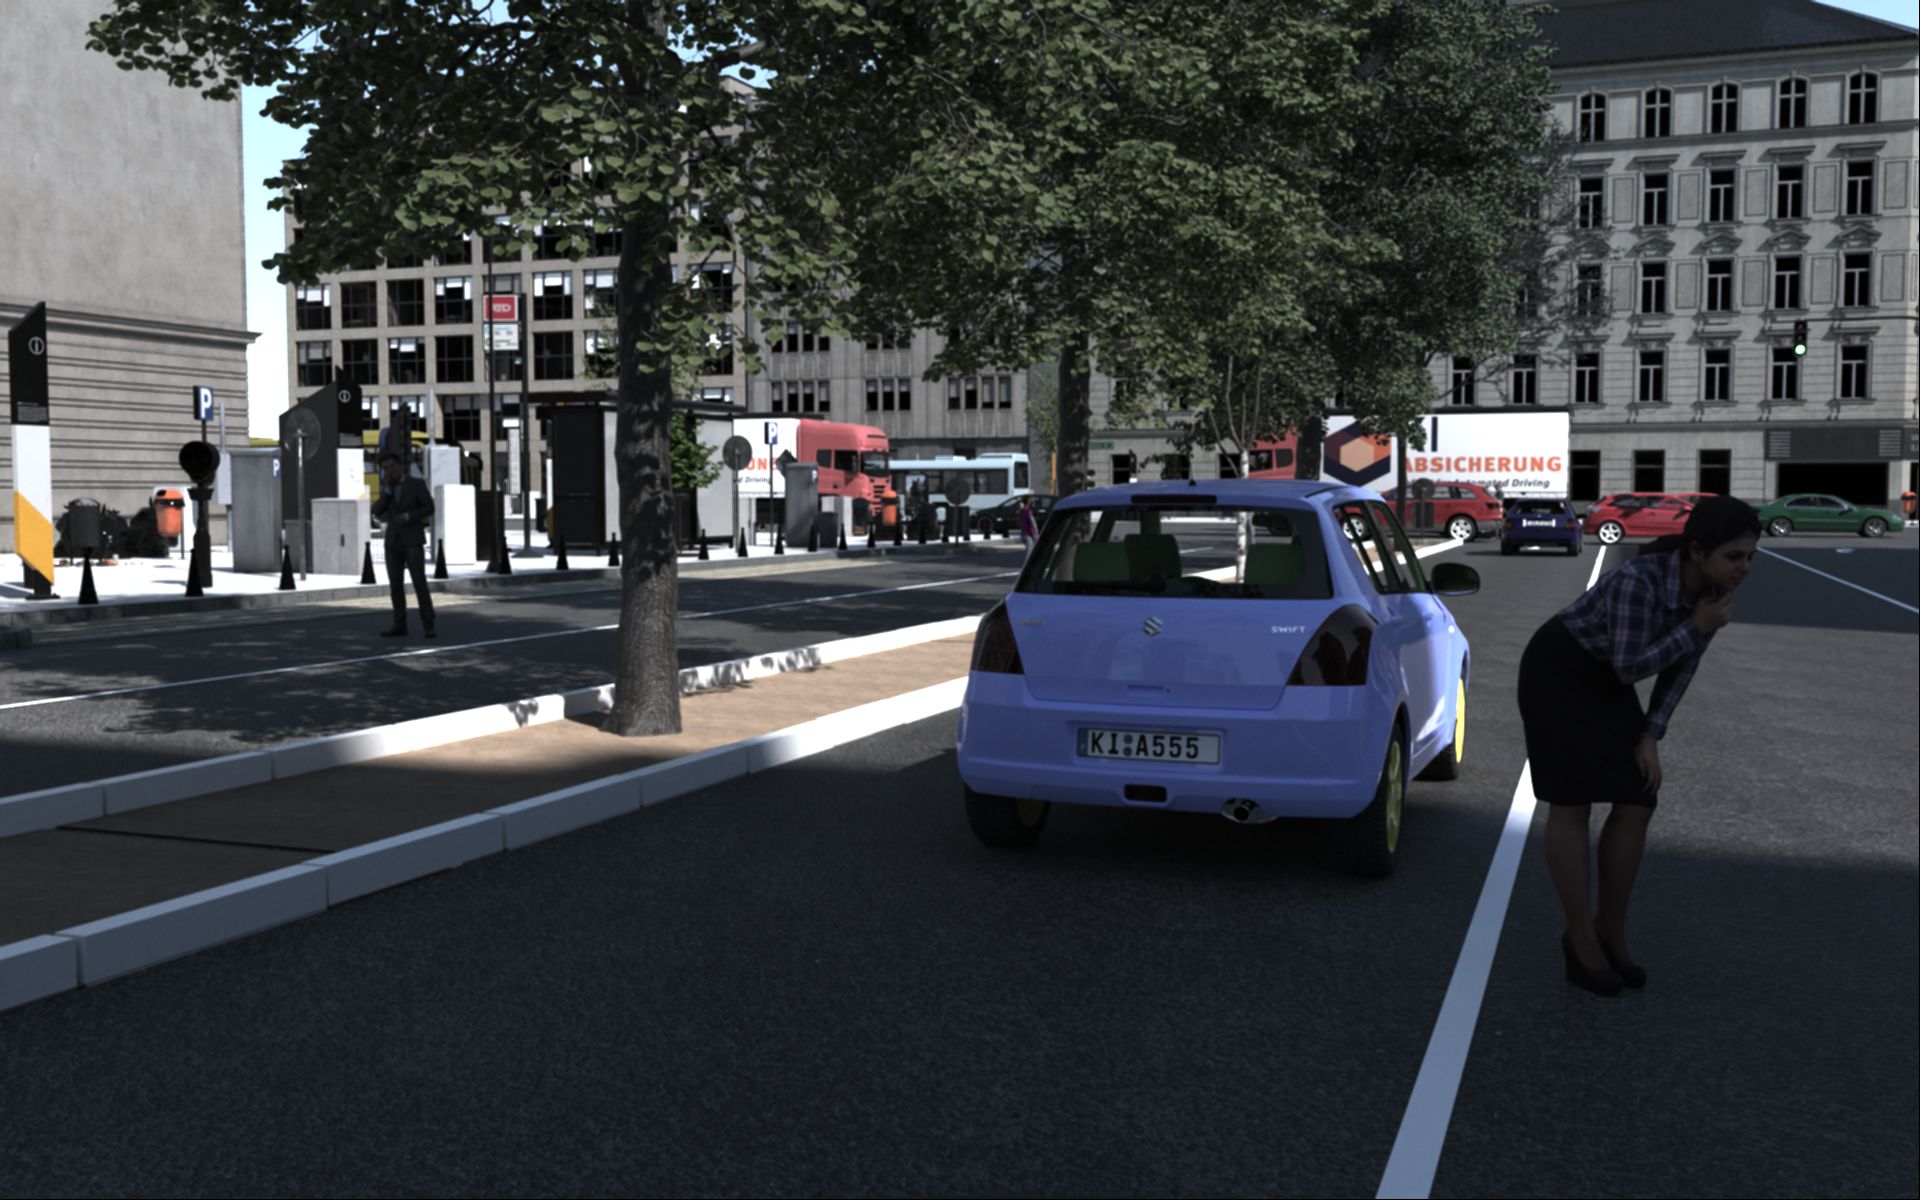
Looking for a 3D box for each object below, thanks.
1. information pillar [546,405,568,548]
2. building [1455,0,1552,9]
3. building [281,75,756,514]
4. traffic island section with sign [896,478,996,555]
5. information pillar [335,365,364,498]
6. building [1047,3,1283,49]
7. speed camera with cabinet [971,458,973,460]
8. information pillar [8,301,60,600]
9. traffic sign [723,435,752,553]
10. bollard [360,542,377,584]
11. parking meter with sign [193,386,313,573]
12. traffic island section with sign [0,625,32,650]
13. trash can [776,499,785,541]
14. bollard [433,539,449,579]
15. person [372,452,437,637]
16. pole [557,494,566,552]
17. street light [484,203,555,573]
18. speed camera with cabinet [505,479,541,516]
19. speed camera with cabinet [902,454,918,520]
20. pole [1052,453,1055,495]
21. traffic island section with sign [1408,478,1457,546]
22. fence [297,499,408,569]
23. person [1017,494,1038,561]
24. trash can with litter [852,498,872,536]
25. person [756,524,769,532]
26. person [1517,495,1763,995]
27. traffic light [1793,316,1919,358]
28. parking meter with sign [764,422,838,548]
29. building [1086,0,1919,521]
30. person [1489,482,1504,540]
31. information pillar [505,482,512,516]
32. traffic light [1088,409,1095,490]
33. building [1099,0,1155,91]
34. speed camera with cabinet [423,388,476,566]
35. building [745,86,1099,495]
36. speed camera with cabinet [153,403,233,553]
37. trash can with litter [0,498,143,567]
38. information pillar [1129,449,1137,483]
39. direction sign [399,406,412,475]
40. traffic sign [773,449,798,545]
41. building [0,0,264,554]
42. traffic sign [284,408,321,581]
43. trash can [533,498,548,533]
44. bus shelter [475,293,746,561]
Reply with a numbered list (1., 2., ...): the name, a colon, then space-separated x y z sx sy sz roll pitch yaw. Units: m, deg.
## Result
1. information pillar: -9.506 -3.025 40.806 0.504 3.616 0.183 0 4 0
2. building: 80.393 -49.508 247.709 20.611 71.187 20.563 1 4 21
3. building: -25.339 -19.150 117.623 34.151 26.468 19.350 1 4 21
4. traffic island section with sign: -0.234 -1.988 41.139 1.989 1.847 2.006 1 4 21
5. information pillar: -11.161 -2.465 31.663 0.504 3.616 0.183 -3 5 -44
6. building: 22.158 -53.489 187.218 31.000 86.520 22.319 1 4 21
7. speed camera with cabinet: 0.231 -6.109 94.221 2.038 3.252 0.660 -3 4 -37
8. information pillar: -11.190 -1.806 20.889 0.183 3.616 0.504 1 4 21
9. traffic sign: -4.841 -2.290 37.548 0.768 2.556 0.104 2 4 27
10. bollard: -8.440 -0.529 24.695 0.229 0.601 0.229 0 3 0
11. parking meter with sign: -11.432 -1.949 28.135 1.738 3.016 0.543 0 3 0
12. traffic island section with sign: -9.830 -0.447 15.943 1.989 1.847 2.006 1 4 21
13. trash can: -4.716 -2.213 47.841 0.748 1.137 0.748 0 3 0
14. bollard: -7.860 -0.622 26.216 0.229 0.601 0.229 0 3 0
15. person: -5.570 -0.554 17.362 0.655 1.846 0.447 1 4 10
16. pole: -8.779 -2.707 38.100 0.158 3.312 0.155 0 3 0
17. street light: -7.106 -3.390 27.964 1.470 5.913 1.316 1 4 21
18. speed camera with cabinet: -26.163 -6.687 103.671 2.038 3.252 0.660 0 4 0
19. speed camera with cabinet: -2.672 -5.562 85.271 0.660 3.252 2.038 -3 5 -39
20. pole: 4.654 -5.651 86.242 0.158 3.312 0.155 0 3 0
21. traffic island section with sign: 12.960 -2.486 48.785 2.006 1.907 1.989 1 4 21
22. fence: -10.567 -1.155 30.094 2.264 1.192 0.480 1 4 13
23. person: 1.183 -0.946 27.210 0.776 1.435 0.726 -2 4 -32
24. trash can with litter: -3.000 -2.545 52.993 0.624 1.170 1.055 0 4 -4
25. person: -7.467 -3.449 65.111 0.641 1.798 0.478 -1 4 -17
26. person: 1.928 0.416 4.925 0.421 1.427 0.697 -2 4 -32
27. traffic light: 23.787 -4.250 44.156 4.771 5.953 1.251 1 4 21
28. parking meter with sign: -3.795 -2.777 41.667 1.738 3.016 0.543 1 4 20
29. building: 29.748 -19.540 95.899 44.131 29.872 17.030 1 4 21
30. person: 16.884 -2.809 54.598 0.590 1.801 0.661 1 4 14
31. information pillar: -26.707 -5.990 102.436 0.304 2.012 0.304 -3 5 -44
32. traffic light: 3.605 -3.855 51.946 0.839 4.253 0.868 1 4 21
33. building: 18.002 -30.821 154.027 14.600 45.320 14.200 1 4 21
34. speed camera with cabinet: -9.411 -2.299 31.919 0.660 3.252 2.038 -2 4 -26
35. building: -1.220 -17.539 104.790 19.932 24.808 12.078 1 4 21
36. speed camera with cabinet: -16.813 -2.673 38.046 2.038 3.252 0.660 2 4 26
37. trash can with litter: -15.992 -1.217 30.949 2.233 1.210 1.678 0 4 -5
38. information pillar: 9.037 -6.072 90.628 0.504 3.616 0.183 -3 5 -40
39. direction sign: -14.386 -3.241 44.988 0.379 3.537 0.876 -2 4 -35
40. traffic sign: -4.417 -2.617 43.967 0.795 2.450 0.064 1 4 23
41. building: -28.798 -12.577 41.792 21.152 22.565 11.583 1 4 21
42. traffic sign: -9.751 -1.561 25.636 0.768 2.556 0.104 2 4 29
43. trash can: -13.810 -2.814 57.666 0.748 1.137 0.748 0 3 0
44. bus shelter: -7.611 -3.631 36.991 2.179 5.291 8.768 1 4 21
